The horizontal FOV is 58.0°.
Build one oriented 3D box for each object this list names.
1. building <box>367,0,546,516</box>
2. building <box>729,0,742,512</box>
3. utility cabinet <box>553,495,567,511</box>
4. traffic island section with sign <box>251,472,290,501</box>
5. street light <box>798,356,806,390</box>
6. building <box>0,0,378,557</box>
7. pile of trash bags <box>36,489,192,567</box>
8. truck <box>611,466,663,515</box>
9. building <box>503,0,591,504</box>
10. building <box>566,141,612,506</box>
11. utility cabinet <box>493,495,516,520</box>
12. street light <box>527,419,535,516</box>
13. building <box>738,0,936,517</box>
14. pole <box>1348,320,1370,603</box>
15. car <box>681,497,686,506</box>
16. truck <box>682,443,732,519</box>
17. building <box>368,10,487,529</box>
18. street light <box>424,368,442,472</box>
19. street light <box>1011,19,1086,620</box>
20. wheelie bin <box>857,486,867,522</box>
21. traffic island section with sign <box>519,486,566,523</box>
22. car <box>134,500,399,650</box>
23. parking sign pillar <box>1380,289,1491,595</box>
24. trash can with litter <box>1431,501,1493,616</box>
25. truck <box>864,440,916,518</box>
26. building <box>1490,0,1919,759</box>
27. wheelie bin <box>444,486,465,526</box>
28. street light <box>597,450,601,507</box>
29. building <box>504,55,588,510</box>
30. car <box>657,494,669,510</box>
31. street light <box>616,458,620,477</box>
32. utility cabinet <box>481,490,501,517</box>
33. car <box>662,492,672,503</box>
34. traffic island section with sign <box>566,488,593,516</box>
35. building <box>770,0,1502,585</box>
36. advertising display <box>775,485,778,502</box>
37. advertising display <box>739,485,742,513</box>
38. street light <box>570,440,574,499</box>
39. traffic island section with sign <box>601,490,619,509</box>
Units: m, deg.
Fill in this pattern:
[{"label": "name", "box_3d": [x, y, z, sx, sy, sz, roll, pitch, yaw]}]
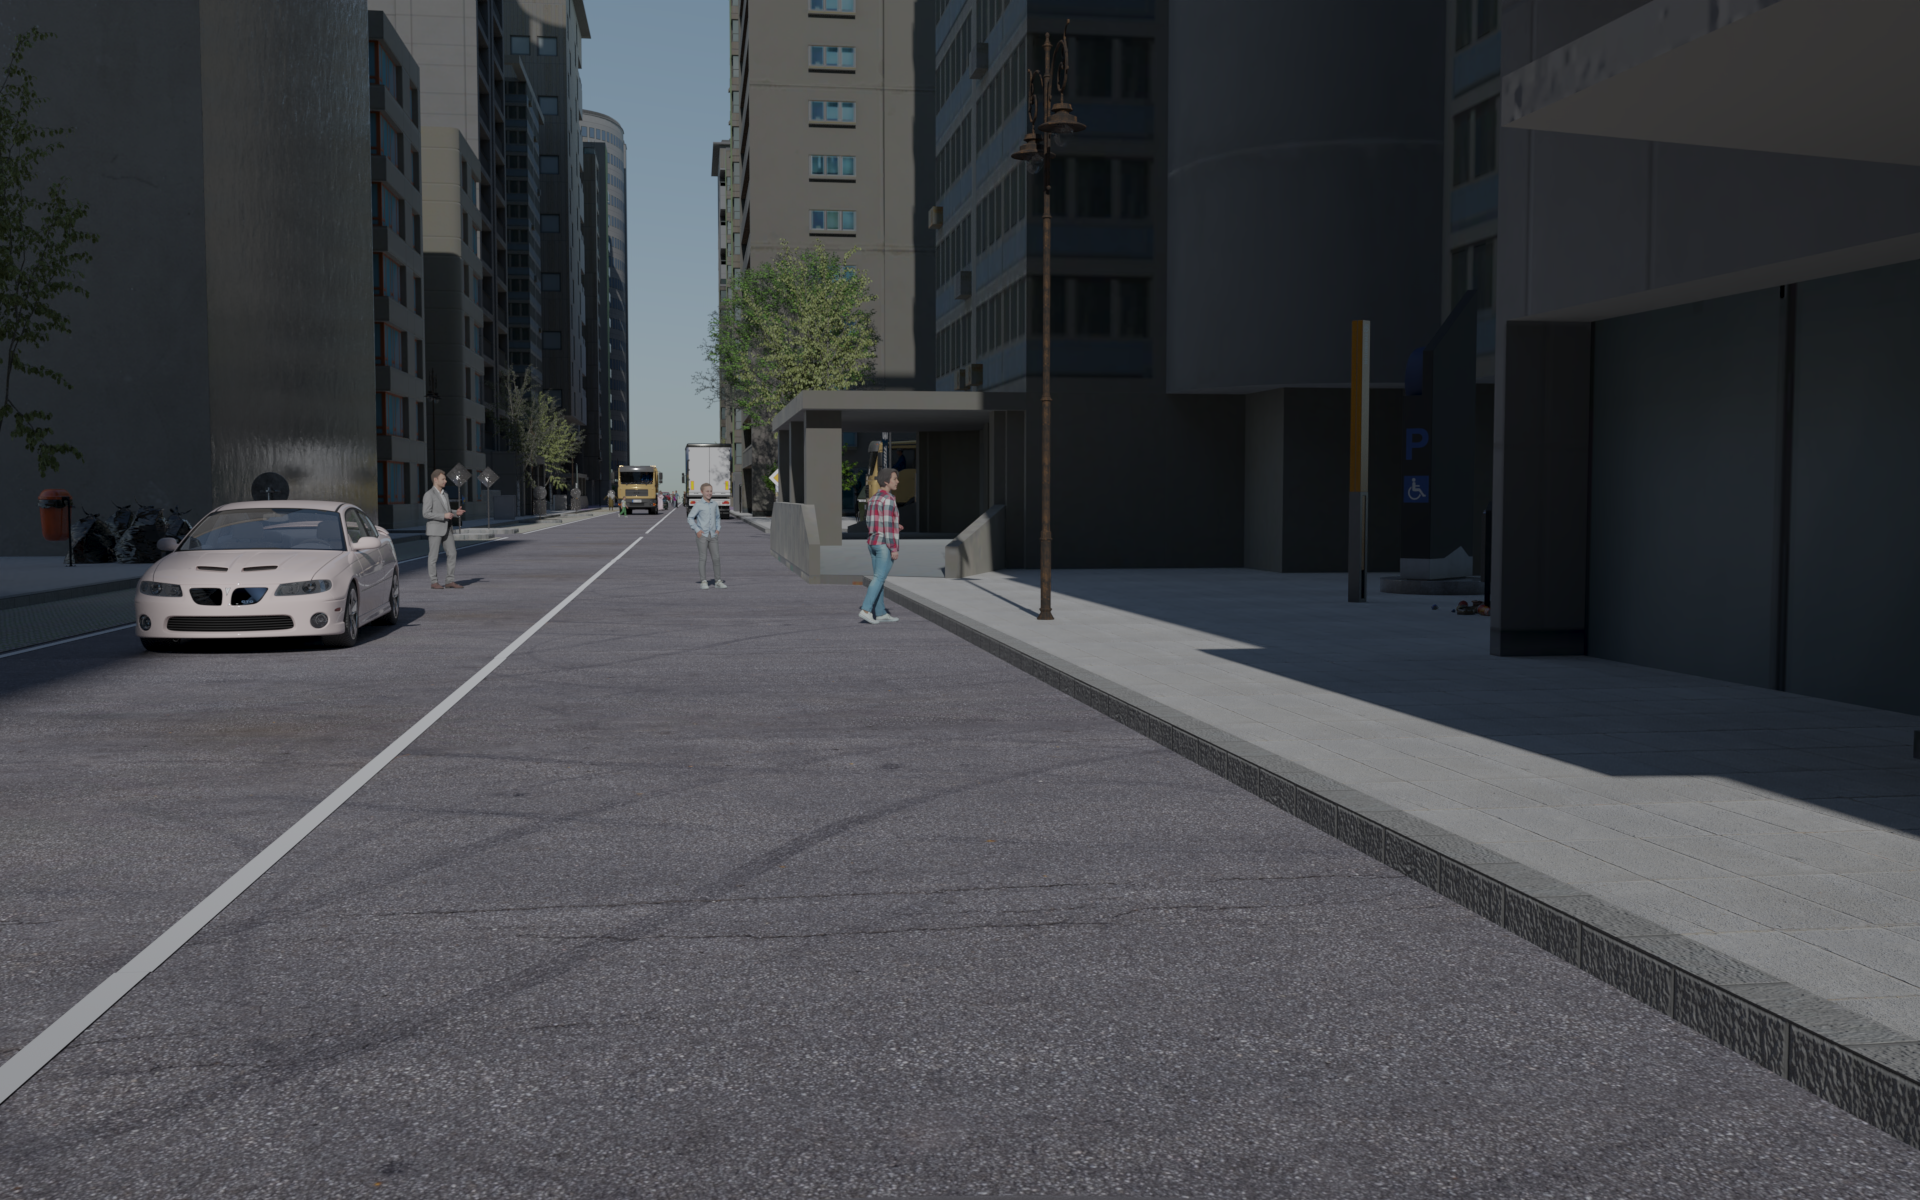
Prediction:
[{"label": "building", "box_3d": [-36.700, -40.838, 105.949, 20.563, 71.187, 20.611, -1, 4, -9]}, {"label": "building", "box_3d": [-10.505, -27.473, 132.786, 14.154, 41.232, 14.086, -1, 4, -9]}, {"label": "utility cabinet", "box_3d": [-30.798, -7.473, 133.340, 1.020, 1.237, 0.306, -3, 5, -43]}, {"label": "traffic island section with sign", "box_3d": [-12.198, -1.337, 30.487, 1.989, 1.847, 2.006, -1, 4, -9]}, {"label": "street light", "box_3d": [-5.040, -5.130, 56.663, 0.468, 5.910, 1.993, -1, 4, -9]}, {"label": "building", "box_3d": [-33.815, -14.535, 42.156, 34.151, 26.468, 19.350, -1, 4, -9]}, {"label": "pile of trash bags", "box_3d": [-15.712, -1.363, 32.045, 1.912, 1.369, 3.447, 1, 4, 11]}, {"label": "truck", "box_3d": [-22.332, -7.610, 120.352, 3.469, 3.379, 9.791, -1, 4, -9]}, {"label": "building", "box_3d": [-51.684, -35.655, 172.198, 28.713, 52.752, 27.495, -1, 4, -9]}, {"label": "building", "box_3d": [-46.840, -31.257, 194.639, 14.154, 41.232, 14.086, -1, 4, -9]}, {"label": "utility cabinet", "box_3d": [-22.765, -4.608, 86.503, 1.020, 1.237, 0.306, -1, 4, -16]}, {"label": "street light", "box_3d": [-25.540, -7.985, 103.347, 0.468, 5.910, 1.993, -1, 4, -9]}, {"label": "building", "box_3d": [-2.710, -29.600, 107.663, 21.300, 48.544, 21.600, -1, 4, -9]}, {"label": "pole", "box_3d": [4.711, -1.627, 20.438, 0.158, 3.312, 0.155, 0, 3, 0]}, {"label": "car", "box_3d": [-32.020, -11.959, 205.309, 2.009, 1.686, 4.222, -1, 4, -8]}, {"label": "truck", "box_3d": [-14.774, -6.866, 101.174, 2.839, 4.237, 11.283, -1, 4, -10]}, {"label": "building", "box_3d": [-36.456, -14.030, 74.422, 27.650, 21.520, 28.899, -1, 4, -9]}, {"label": "street light", "box_3d": [-19.307, -5.554, 63.595, 0.468, 5.910, 1.993, -1, 4, -9]}, {"label": "street light", "box_3d": [0.875, -2.736, 17.527, 0.468, 5.910, 1.993, -1, 4, -9]}, {"label": "wheelie bin", "box_3d": [-3.580, -3.660, 67.744, 0.693, 1.594, 0.980, -3, 5, -41]}, {"label": "traffic island section with sign", "box_3d": [-20.680, -4.698, 85.436, 1.989, 1.847, 2.006, -1, 4, -9]}, {"label": "car", "box_3d": [-6.850, -0.315, 17.506, 2.083, 1.381, 4.827, -1, 4, -10]}, {"label": "parking sign pillar", "box_3d": [6.230, -2.083, 22.526, 1.447, 3.967, 1.447, 3, 5, 40]}, {"label": "trash can with litter", "box_3d": [6.013, -0.478, 18.866, 1.678, 1.210, 2.233, 2, 4, 30]}, {"label": "truck", "box_3d": [0.638, -4.074, 62.527, 9.791, 3.379, 3.469, 0, 4, -7]}, {"label": "building", "box_3d": [17.040, -25.234, 1.822, 28.713, 52.752, 27.495, -1, 4, -9]}, {"label": "wheelie bin", "box_3d": [-20.267, -3.742, 69.097, 0.980, 1.594, 0.693, -2, 4, -25]}, {"label": "street light", "box_3d": [-37.096, -12.569, 178.291, 0.468, 5.910, 1.993, -1, 4, -9]}, {"label": "building", "box_3d": [-48.497, -27.787, 146.194, 32.217, 40.220, 23.993, -1, 4, -9]}, {"label": "car", "box_3d": [-27.321, -8.985, 156.695, 2.009, 1.686, 4.222, -1, 4, -9]}, {"label": "street light", "box_3d": [-43.764, -15.212, 221.506, 0.468, 5.910, 1.993, -1, 4, -9]}, {"label": "utility cabinet", "box_3d": [-25.393, -5.198, 93.660, 0.318, 1.500, 1.173, 3, 4, 38]}, {"label": "car", "box_3d": [-49.577, -17.267, 290.993, 2.281, 1.827, 5.304, -1, 4, -10]}, {"label": "traffic island section with sign", "box_3d": [-24.828, -6.336, 112.220, 1.989, 1.847, 2.006, -1, 4, -9]}, {"label": "building", "box_3d": [12.467, -21.021, 35.580, 32.217, 40.220, 23.993, -1, 4, -9]}, {"label": "advertising display", "box_3d": [-7.817, -4.434, 77.715, 0.974, 1.923, 0.123, -1, 4, -8]}, {"label": "advertising display", "box_3d": [-14.933, -6.882, 117.741, 0.123, 1.923, 0.974, 0, 4, -5]}, {"label": "street light", "box_3d": [-31.048, -10.155, 138.819, 0.468, 5.910, 1.993, -1, 4, -9]}, {"label": "traffic island section with sign", "box_3d": [-32.506, -9.374, 161.886, 1.989, 1.847, 2.006, -1, 4, -9]}]
